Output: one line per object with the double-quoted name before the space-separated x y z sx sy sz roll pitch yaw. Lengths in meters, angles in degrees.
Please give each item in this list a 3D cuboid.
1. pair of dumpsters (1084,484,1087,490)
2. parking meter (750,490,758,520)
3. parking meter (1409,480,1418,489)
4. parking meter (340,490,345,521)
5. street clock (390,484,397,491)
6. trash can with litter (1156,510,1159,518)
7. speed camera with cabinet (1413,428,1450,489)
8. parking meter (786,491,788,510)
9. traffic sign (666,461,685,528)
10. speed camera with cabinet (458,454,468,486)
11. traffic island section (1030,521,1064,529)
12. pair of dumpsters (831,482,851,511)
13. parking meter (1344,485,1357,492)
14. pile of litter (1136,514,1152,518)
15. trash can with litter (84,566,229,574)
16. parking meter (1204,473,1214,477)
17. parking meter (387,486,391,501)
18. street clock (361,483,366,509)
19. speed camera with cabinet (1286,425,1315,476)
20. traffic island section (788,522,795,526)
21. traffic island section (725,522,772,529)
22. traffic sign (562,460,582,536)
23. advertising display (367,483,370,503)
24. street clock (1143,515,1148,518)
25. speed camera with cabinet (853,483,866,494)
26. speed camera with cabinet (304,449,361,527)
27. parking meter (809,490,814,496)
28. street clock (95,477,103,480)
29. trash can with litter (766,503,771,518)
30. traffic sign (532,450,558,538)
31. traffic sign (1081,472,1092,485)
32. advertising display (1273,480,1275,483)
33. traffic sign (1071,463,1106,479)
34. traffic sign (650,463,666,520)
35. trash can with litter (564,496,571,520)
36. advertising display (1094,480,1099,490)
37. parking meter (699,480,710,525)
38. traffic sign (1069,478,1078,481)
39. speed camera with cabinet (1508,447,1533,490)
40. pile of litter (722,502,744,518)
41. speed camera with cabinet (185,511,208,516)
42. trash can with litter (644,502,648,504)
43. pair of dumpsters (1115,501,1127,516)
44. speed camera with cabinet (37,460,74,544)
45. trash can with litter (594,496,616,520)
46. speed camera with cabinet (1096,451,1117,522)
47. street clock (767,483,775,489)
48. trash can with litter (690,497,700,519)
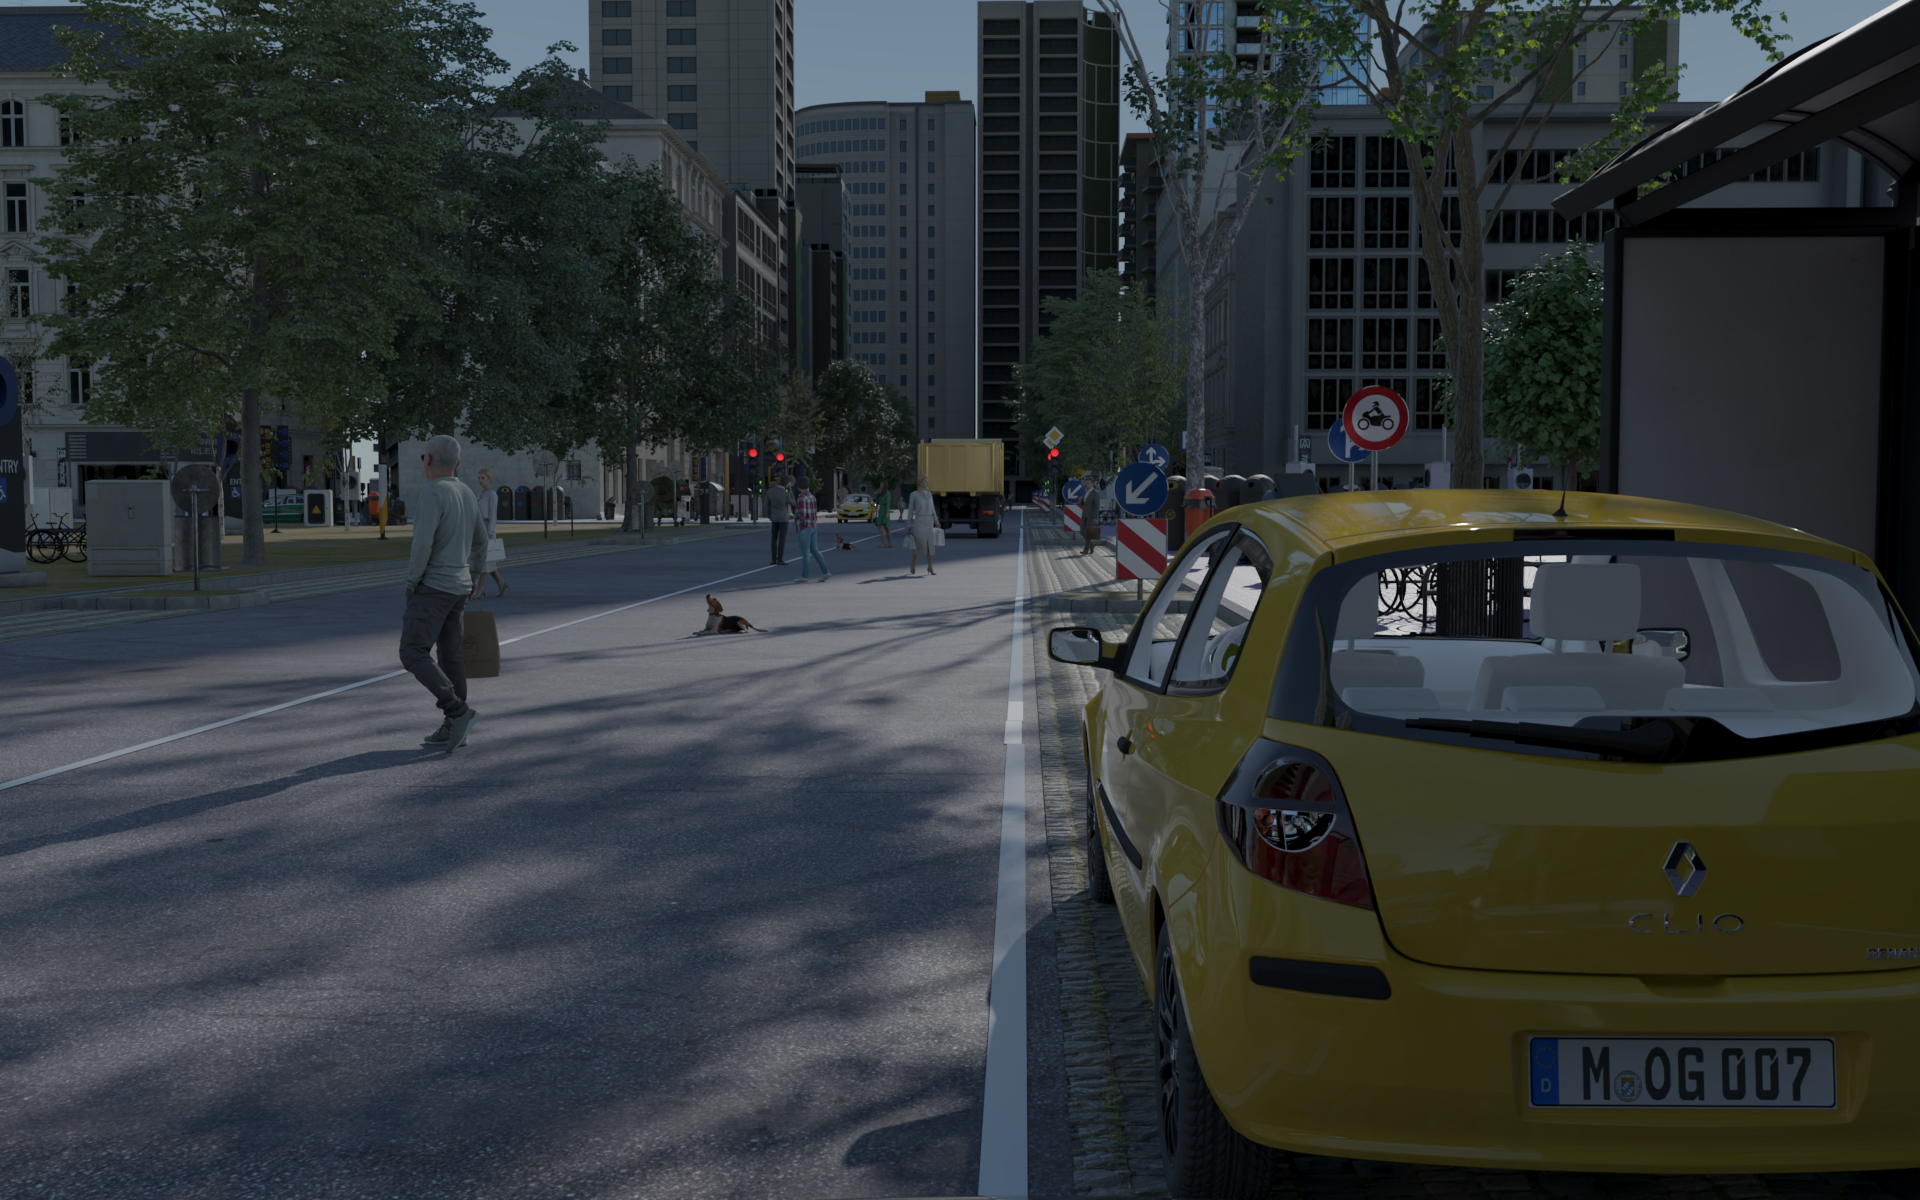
"pair of dumpsters" 7.661 -6.021 100.942 1.574 2.255 4.437 0 4 2
"parking meter" -10.027 -4.650 84.432 0.372 1.533 0.369 0 3 0
"parking meter" 18.535 -3.988 70.907 0.399 1.863 0.255 1 4 22
"parking meter" -29.295 -4.524 82.374 0.372 1.533 0.369 0 3 0
"street clock" -40.043 -7.211 122.466 0.471 2.002 0.358 -2 4 -25
"trash can with litter" 7.095 -3.198 63.347 1.678 1.210 2.233 1 4 22
"speed camera with cabinet" 13.540 -3.396 49.868 0.660 3.252 2.038 0 4 0
"parking meter" -10.380 -6.010 103.972 0.399 1.863 0.255 1 4 17
"traffic sign" -10.920 -4.052 66.359 0.768 2.556 0.104 1 4 11
"speed camera with cabinet" -24.989 -5.637 86.507 0.660 3.252 2.038 -1 4 -21
"traffic island section" 4.211 -3.506 79.602 2.009 0.180 2.903 0 4 2
"pair of dumpsters" -9.308 -7.977 132.921 1.574 2.255 4.437 0 4 2
"parking meter" 10.757 -2.406 47.749 0.372 1.533 0.369 0 3 0
"pile of litter" 9.341 -4.737 91.408 1.719 0.858 1.176 0 4 4
"trash can with litter" -13.379 -1.089 28.867 2.233 1.210 1.678 -2 4 -28
"parking meter" 6.549 -2.461 45.956 0.399 1.863 0.255 2 4 24
"parking meter" -43.020 -7.635 130.541 0.255 1.863 0.399 -1 4 -22
"street clock" -37.697 -6.406 109.306 0.358 2.002 0.471 0 4 2
"speed camera with cabinet" 9.205 -3.340 48.943 2.038 3.252 0.660 -3 5 -42
"traffic island section" -8.272 -3.534 80.058 2.009 0.180 2.903 0 4 2
"traffic island section" -8.561 -3.046 72.079 2.009 0.180 2.903 0 4 2
"traffic sign" -11.717 -3.067 52.277 0.606 2.300 0.079 0 4 6
"advertising display" -33.761 -5.763 99.435 0.123 1.923 0.974 0 4 6
"street clock" 4.945 -2.563 46.475 0.358 2.002 0.471 0 4 6
"speed camera with cabinet" -9.356 -9.823 154.946 2.038 3.252 0.660 -3 4 -38
"speed camera with cabinet" -24.435 -4.469 67.409 2.038 3.252 0.660 -1 4 -11
"parking meter" -9.304 -6.109 108.290 0.372 1.533 0.369 0 3 0
"street clock" -36.322 -4.192 73.107 0.358 2.002 0.471 -3 4 -37
"trash can with litter" -9.755 -4.893 91.389 1.055 1.170 0.624 1 4 23
"traffic sign" -11.985 -3.054 50.037 0.768 2.556 0.104 0 4 8
"traffic sign" 7.237 -6.000 98.202 0.768 2.556 0.104 0 4 8
"advertising display" 14.824 -4.656 81.343 0.974 1.923 0.123 0 4 1
"traffic sign" 8.361 -7.262 112.602 2.265 3.308 0.079 0 4 8
"traffic sign" -12.199 -4.281 70.098 0.768 2.556 0.104 1 4 9
"trash can with litter" -19.673 -4.603 86.653 0.624 1.170 1.055 -1 4 -9
"advertising display" 6.412 -4.692 81.936 0.123 1.923 0.974 -2 4 -30
"parking meter" -10.767 -4.115 72.985 0.255 1.863 0.399 2 4 33
"traffic sign" 7.002 -6.395 106.689 0.606 2.300 0.079 0 4 2
"speed camera with cabinet" 18.615 -3.992 59.612 2.038 3.252 0.660 0 4 -4
"pile of litter" -12.250 -4.904 94.149 1.176 0.858 1.719 3 4 37
"speed camera with cabinet" -36.970 -5.552 85.118 2.038 3.252 0.660 -1 4 -15
"trash can with litter" -15.426 -4.488 84.766 0.624 1.170 1.055 -2 4 -27
"pair of dumpsters" 8.755 -5.704 95.751 1.574 2.255 4.437 0 4 2
"speed camera with cabinet" -22.984 -3.000 43.380 2.038 3.252 0.660 3 4 38
"trash can with litter" -17.444 -4.511 85.141 1.055 1.170 0.624 -1 4 -17
"speed camera with cabinet" 6.402 -5.201 79.376 0.660 3.252 2.038 -2 4 -27
"street clock" -11.950 -6.409 109.363 0.471 2.002 0.358 -1 4 -15
"trash can with litter" -13.589 -4.673 87.798 0.624 1.170 1.055 1 4 18
